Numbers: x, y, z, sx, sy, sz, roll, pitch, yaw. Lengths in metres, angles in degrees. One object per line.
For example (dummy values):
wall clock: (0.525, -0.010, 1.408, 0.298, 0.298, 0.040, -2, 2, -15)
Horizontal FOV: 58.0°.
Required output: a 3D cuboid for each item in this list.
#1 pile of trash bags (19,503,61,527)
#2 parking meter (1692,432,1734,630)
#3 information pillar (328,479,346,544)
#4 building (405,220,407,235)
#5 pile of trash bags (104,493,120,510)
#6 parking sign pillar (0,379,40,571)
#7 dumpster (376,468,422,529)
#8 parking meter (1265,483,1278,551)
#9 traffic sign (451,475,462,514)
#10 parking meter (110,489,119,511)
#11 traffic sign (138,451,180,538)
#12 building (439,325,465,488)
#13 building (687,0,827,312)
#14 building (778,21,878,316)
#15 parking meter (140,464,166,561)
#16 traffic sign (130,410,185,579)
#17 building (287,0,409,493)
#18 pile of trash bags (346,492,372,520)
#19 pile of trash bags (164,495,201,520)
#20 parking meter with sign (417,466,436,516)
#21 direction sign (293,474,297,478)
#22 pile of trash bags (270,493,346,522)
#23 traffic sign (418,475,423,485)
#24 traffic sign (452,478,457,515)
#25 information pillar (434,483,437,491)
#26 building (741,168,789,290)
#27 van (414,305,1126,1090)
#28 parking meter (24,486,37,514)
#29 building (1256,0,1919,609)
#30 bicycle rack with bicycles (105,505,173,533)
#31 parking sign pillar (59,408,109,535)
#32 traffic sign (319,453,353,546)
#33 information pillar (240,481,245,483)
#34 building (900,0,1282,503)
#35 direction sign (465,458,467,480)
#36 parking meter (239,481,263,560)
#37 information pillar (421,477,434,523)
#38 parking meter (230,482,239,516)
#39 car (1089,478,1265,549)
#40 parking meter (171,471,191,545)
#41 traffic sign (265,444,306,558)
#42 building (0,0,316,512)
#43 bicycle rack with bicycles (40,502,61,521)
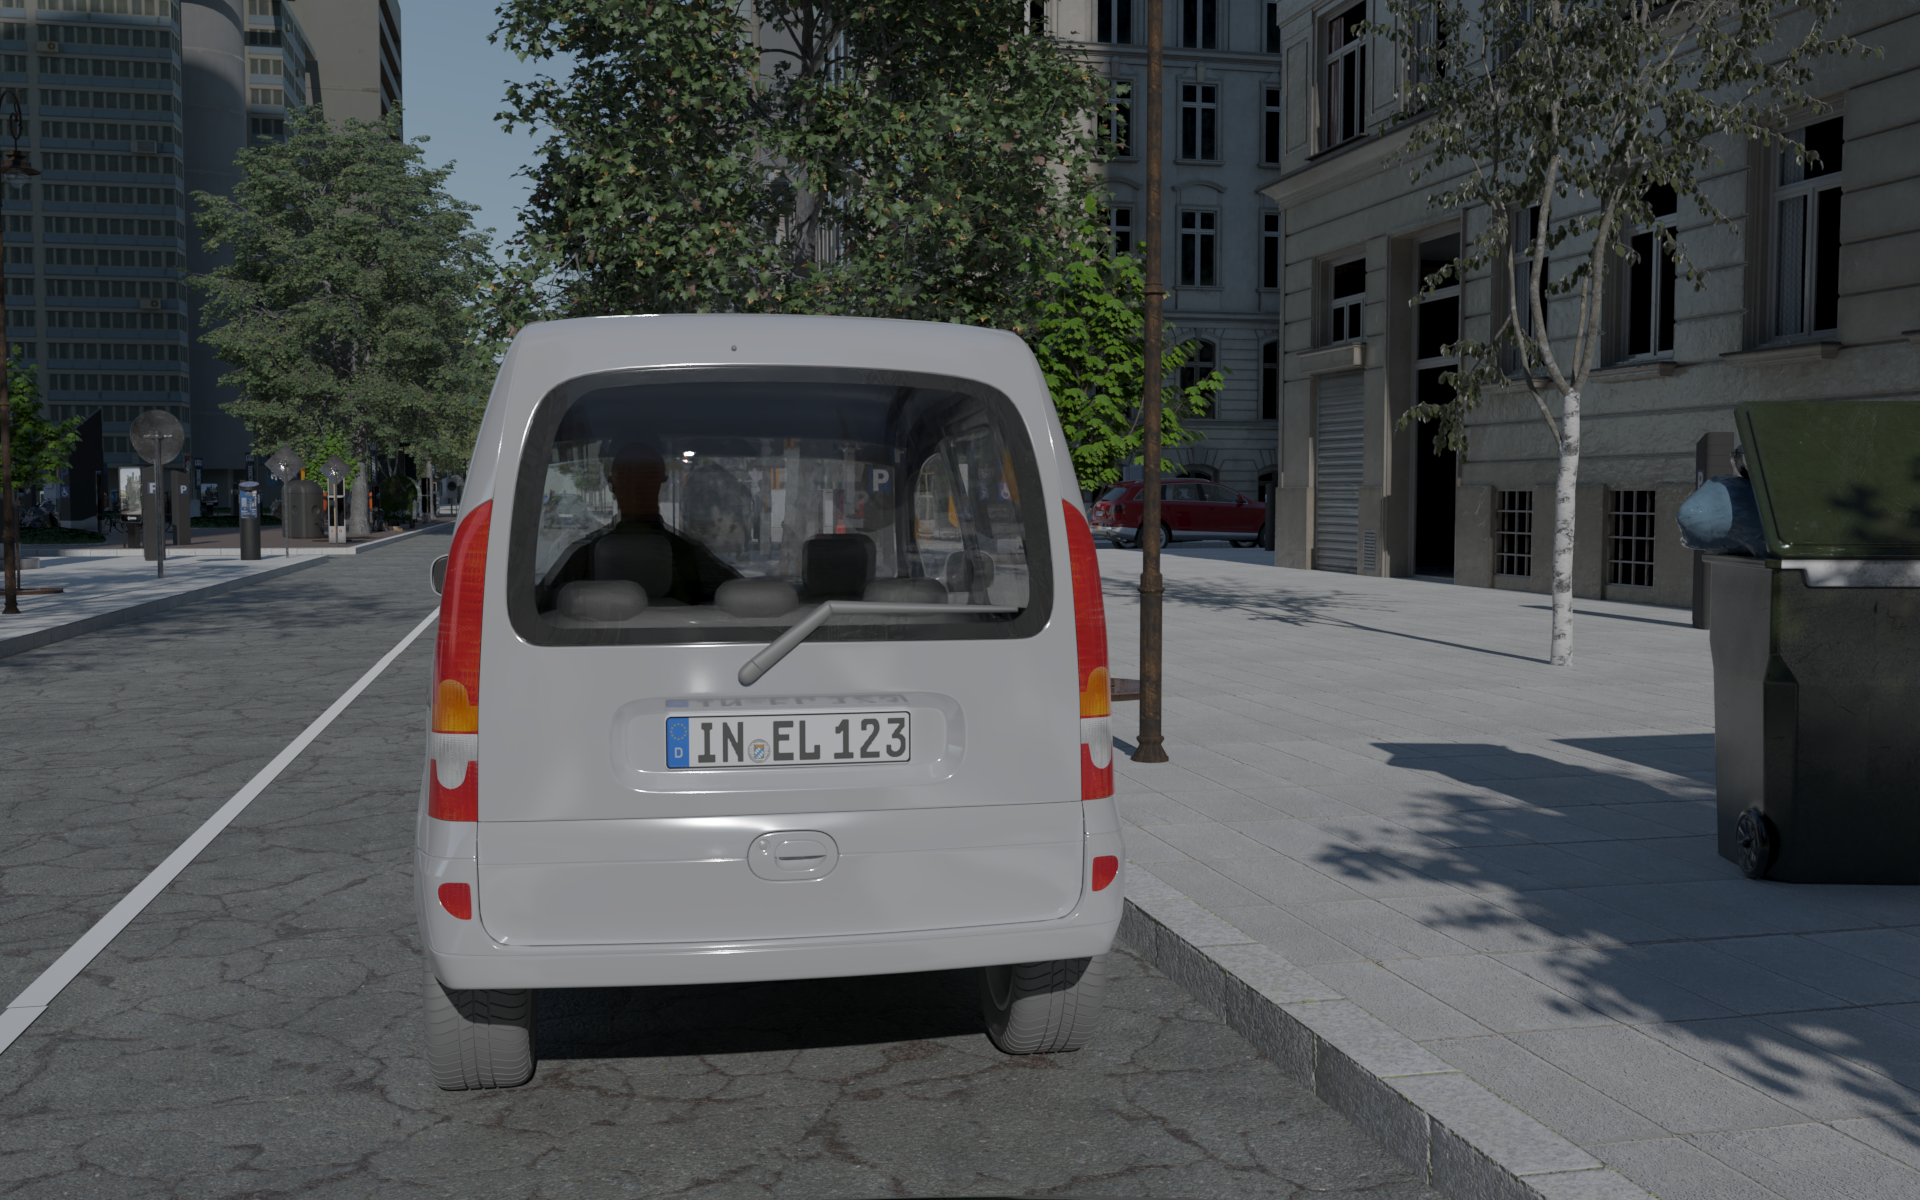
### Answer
pile of trash bags: (-32.318, -3.000, 58.804, 3.447, 1.369, 1.912, 0, 4, 7)
parking meter: (7.159, -0.658, 16.473, 0.255, 1.863, 0.399, 1, 4, 8)
information pillar: (-15.964, -2.438, 44.354, 0.304, 2.012, 0.304, 3, 4, 37)
building: (-60.011, -23.983, 163.823, 14.160, 30.474, 14.107, -1, 4, -13)
pile of trash bags: (-46.111, -5.261, 95.763, 3.447, 1.369, 1.912, 0, 4, 3)
parking sign pillar: (-16.522, -2.506, 29.442, 1.447, 3.967, 1.447, 3, 4, 39)
dumpster: (-21.034, -3.818, 64.921, 1.502, 2.255, 1.985, -1, 4, -13)
parking meter: (7.071, -1.875, 39.062, 0.372, 1.533, 0.369, 0, 3, 0)
traffic sign: (-33.207, -6.973, 114.115, 0.768, 2.556, 0.104, -1, 4, -11)
parking meter: (-45.883, -5.235, 94.004, 0.372, 1.533, 0.369, 0, 3, 0)
traffic sign: (-13.738, -1.810, 29.693, 0.768, 2.556, 0.104, 0, 4, -6)
building: (-81.963, -29.887, 260.348, 14.160, 30.474, 14.107, -1, 4, -13)
building: (-16.832, -28.514, 149.790, 14.154, 41.232, 14.086, -1, 4, -13)
building: (-1.166, -17.562, 84.396, 12.463, 27.353, 25.104, -1, 4, -13)
parking meter: (-15.512, -1.686, 33.280, 0.399, 1.863, 0.255, -2, 4, -33)
traffic sign: (-12.154, -1.599, 26.256, 0.768, 2.556, 0.104, -1, 4, -12)
building: (-58.592, -31.903, 145.310, 21.300, 48.544, 21.600, -1, 4, -13)
pile of trash bags: (-30.951, -4.743, 87.295, 3.447, 1.369, 1.912, -3, 4, -37)
pile of trash bags: (-38.094, -4.527, 83.766, 1.912, 1.369, 3.447, 0, 4, -2)
parking meter with sign: (-31.626, -6.501, 102.545, 0.543, 3.016, 1.738, 0, 4, 6)
direction sign: (-33.446, -5.762, 86.208, 0.876, 3.537, 0.379, -3, 5, -40)
pile of trash bags: (-30.655, -4.340, 80.714, 3.447, 1.369, 1.912, 2, 4, 32)
traffic sign: (-33.050, -6.536, 106.860, 0.884, 2.594, 0.081, 0, 4, -5)
traffic sign: (-31.496, -6.437, 107.370, 0.606, 2.300, 0.079, -1, 4, -13)
information pillar: (-33.437, -6.450, 109.944, 0.304, 2.012, 0.304, 2, 4, 35)
building: (-7.010, -16.331, 108.813, 13.314, 21.916, 24.055, -1, 4, -13)
van: (-0.743, 0.083, 5.651, 2.013, 2.044, 4.112, -1, 4, -11)
parking meter: (-37.373, -3.909, 69.628, 0.399, 1.863, 0.255, 1, 4, 9)
building: (15.829, -11.276, 17.644, 16.112, 22.955, 30.059, -1, 4, -13)
bicycle rack with bicycles: (-27.152, -2.700, 57.527, 2.852, 0.926, 2.925, 3, 5, 40)
parking sign pillar: (-27.359, -4.004, 53.938, 1.447, 3.967, 1.447, 1, 4, 21)
traffic sign: (-15.338, -2.382, 42.594, 0.795, 2.450, 0.064, -1, 4, -13)
information pillar: (-38.835, -5.476, 94.032, 0.304, 2.012, 0.304, 1, 4, 13)
building: (15.429, -15.026, 64.752, 34.723, 24.649, 14.460, -1, 4, -13)
direction sign: (-30.192, -6.966, 105.885, 0.379, 3.537, 0.876, -1, 4, -15)
parking meter: (-13.769, -1.539, 33.581, 0.372, 1.533, 0.369, 0, 3, 0)
information pillar: (-23.396, -4.365, 75.860, 0.304, 2.012, 0.304, 1, 4, 9)
parking meter: (-35.211, -4.794, 84.089, 0.255, 1.863, 0.399, -3, 5, -44)
car: (5.815, -2.072, 42.557, 5.304, 1.827, 2.281, -1, 4, -15)
parking meter: (-19.583, -2.315, 43.559, 0.255, 1.863, 0.399, 2, 4, 32)
traffic sign: (-13.541, -1.906, 34.813, 0.795, 2.450, 0.064, -1, 4, -13)
building: (-59.665, -26.305, 121.966, 32.217, 40.220, 23.993, -1, 4, -13)
bicycle rack with bicycles: (-44.014, -4.200, 82.045, 2.925, 0.926, 2.852, 1, 4, 20)
